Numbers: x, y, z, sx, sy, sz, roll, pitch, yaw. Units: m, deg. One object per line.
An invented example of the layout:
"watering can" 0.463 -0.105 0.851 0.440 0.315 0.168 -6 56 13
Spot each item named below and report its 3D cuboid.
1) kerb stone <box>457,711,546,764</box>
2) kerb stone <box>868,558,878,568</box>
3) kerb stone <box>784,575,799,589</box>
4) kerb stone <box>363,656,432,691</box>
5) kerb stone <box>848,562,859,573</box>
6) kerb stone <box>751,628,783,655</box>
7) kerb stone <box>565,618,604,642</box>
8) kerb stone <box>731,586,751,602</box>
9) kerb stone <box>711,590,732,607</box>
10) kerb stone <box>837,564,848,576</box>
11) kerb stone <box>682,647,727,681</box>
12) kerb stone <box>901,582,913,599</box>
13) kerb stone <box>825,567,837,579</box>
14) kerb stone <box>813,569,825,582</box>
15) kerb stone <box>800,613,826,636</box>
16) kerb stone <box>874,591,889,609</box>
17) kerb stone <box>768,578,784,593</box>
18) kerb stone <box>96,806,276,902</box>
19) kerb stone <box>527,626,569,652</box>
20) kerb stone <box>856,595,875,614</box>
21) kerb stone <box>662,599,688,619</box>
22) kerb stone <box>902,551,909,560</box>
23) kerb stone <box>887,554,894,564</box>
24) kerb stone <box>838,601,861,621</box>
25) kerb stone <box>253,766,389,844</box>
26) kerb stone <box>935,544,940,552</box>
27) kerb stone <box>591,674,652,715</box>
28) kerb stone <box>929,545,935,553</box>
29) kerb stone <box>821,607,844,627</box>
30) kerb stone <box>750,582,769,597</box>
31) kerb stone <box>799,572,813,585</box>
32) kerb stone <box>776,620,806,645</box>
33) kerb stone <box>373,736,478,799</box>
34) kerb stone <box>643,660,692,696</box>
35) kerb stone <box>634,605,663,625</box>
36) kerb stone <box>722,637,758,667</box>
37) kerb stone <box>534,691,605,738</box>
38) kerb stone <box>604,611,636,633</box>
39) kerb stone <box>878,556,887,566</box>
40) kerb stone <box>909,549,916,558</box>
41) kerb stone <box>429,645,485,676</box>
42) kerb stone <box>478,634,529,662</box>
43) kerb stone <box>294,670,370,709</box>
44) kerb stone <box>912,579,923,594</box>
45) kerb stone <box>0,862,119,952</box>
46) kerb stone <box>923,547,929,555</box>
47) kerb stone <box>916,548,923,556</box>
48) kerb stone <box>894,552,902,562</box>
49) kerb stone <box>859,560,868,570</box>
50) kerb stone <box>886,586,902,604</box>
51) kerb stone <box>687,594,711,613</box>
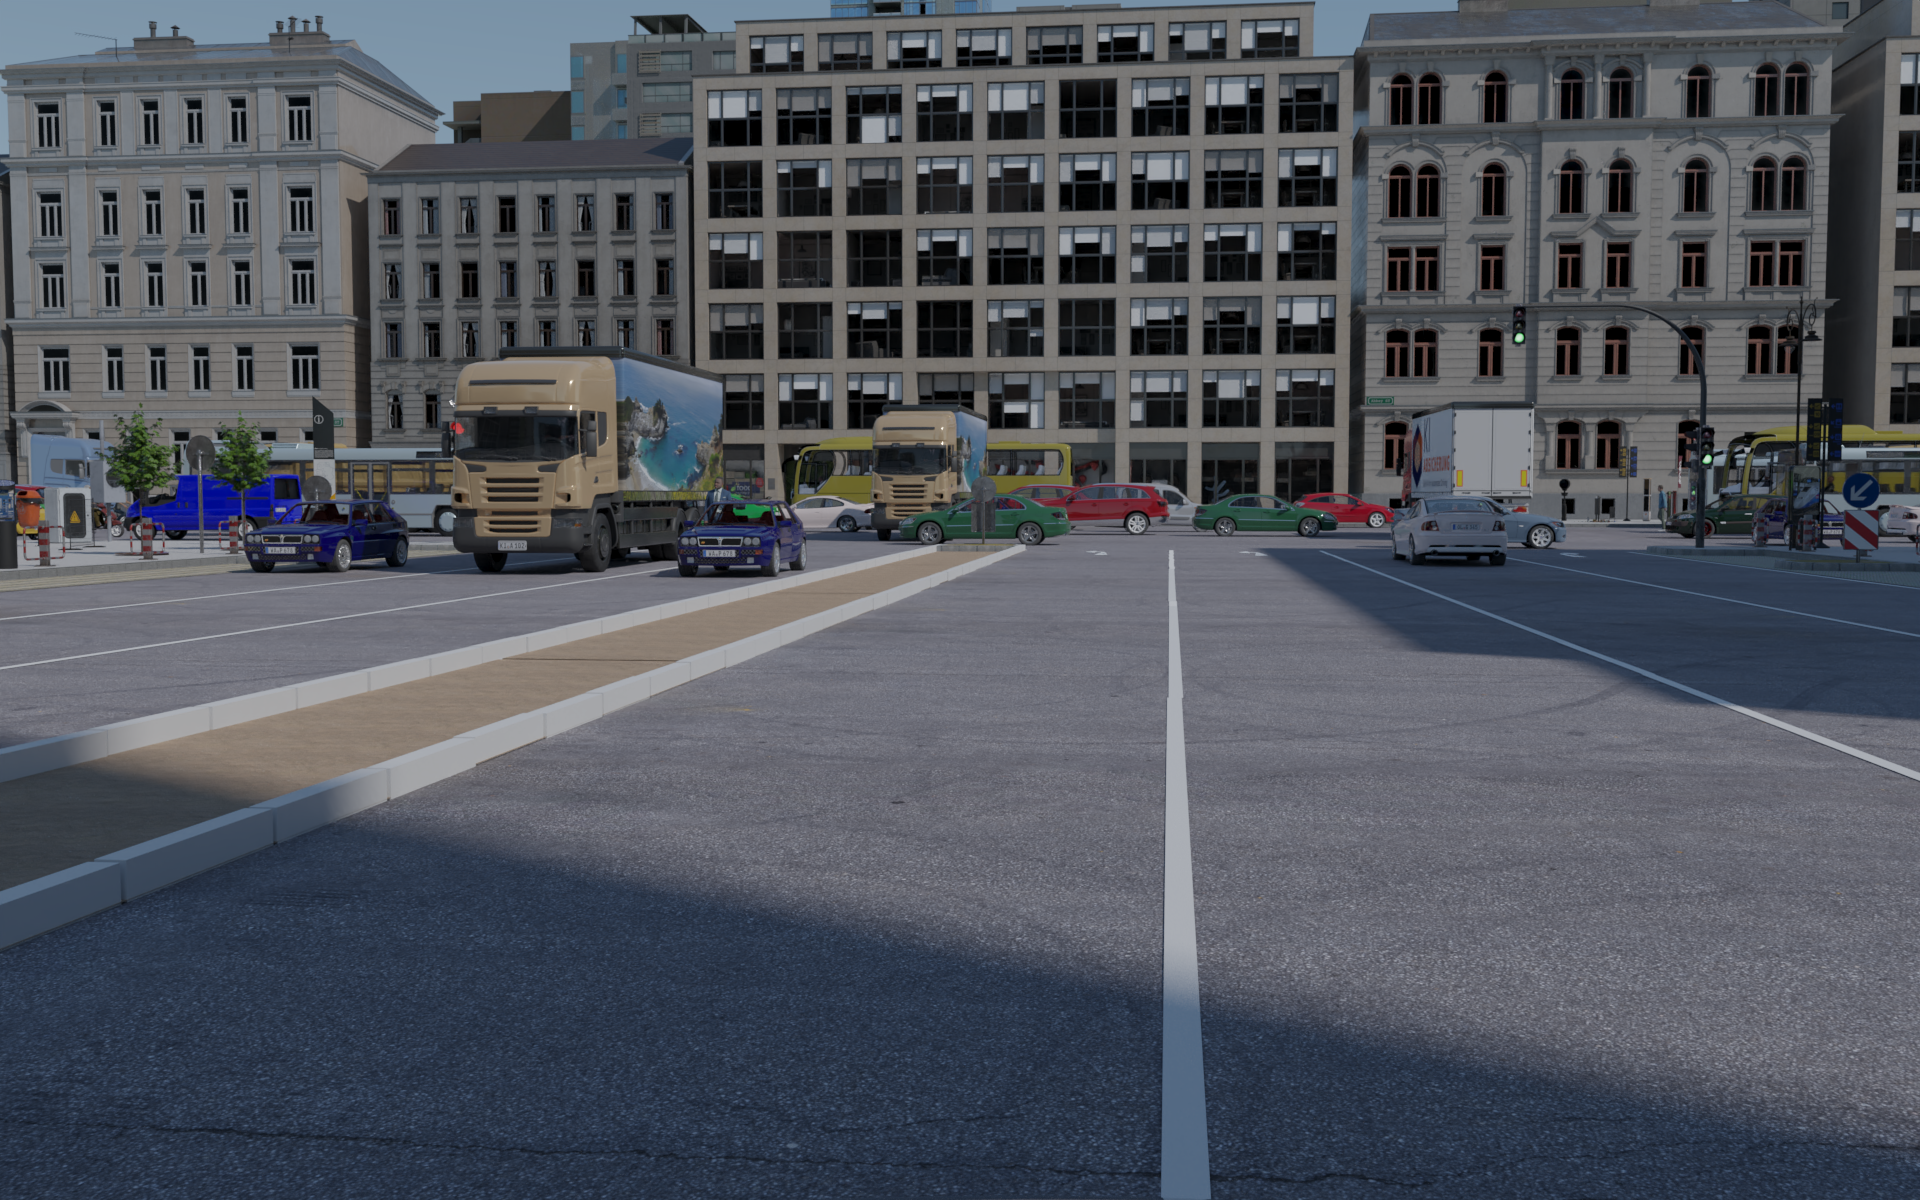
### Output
"kerb stone" -2.558 0.768 9.645 0.120 0.150 1.000 0 4 7
"kerb stone" -1.781 -0.689 33.468 0.120 0.150 1.000 0 4 7
"kerb stone" -2.650 -0.247 26.318 0.120 0.150 1.000 0 4 7
"kerb stone" -4.258 0.561 13.019 0.120 0.150 1.000 0 4 7
"kerb stone" -2.034 -0.559 31.430 0.120 0.150 1.000 0 4 7
"kerb stone" -1.807 0.394 15.792 0.120 0.150 1.000 0 4 7
"kerb stone" -3.768 0.311 17.117 0.120 0.150 1.000 0 4 7
"kerb stone" -3.025 -0.064 23.247 0.120 0.150 1.000 0 4 7
"kerb stone" -3.146 -0.002 22.221 0.120 0.150 1.000 0 4 7
"kerb stone" -2.159 -0.494 30.405 0.120 0.150 1.000 0 4 7
"kerb stone" -2.056 0.517 13.753 0.120 0.150 1.000 0 4 7
"kerb stone" -0.815 -0.108 23.956 0.120 0.150 1.000 0 4 7
"kerb stone" -2.282 -0.439 29.378 0.120 0.150 1.000 0 4 7
"kerb stone" -2.407 -0.377 28.358 0.120 0.150 1.000 0 4 7
"kerb stone" -1.563 0.267 17.832 0.120 0.150 1.000 0 4 7
"kerb stone" -1.065 0.018 21.913 0.120 0.150 1.000 0 4 7
"kerb stone" -2.772 -0.190 25.294 0.120 0.150 1.000 0 4 7
"kerb stone" -2.921 0.955 6.574 0.120 0.150 1.000 0 4 7
"kerb stone" -3.885 0.376 16.097 0.120 0.150 1.000 0 4 7
"kerb stone" -1.197 0.080 20.894 0.120 0.150 1.000 0 4 7
"kerb stone" -3.394 0.123 20.182 0.120 0.150 1.000 0 4 7
"kerb stone" -1.291 -0.939 37.549 0.120 0.150 1.000 0 4 7
"kerb stone" -1.533 -0.814 35.508 0.120 0.150 1.000 0 4 7
"kerb stone" -1.316 0.143 19.874 0.120 0.150 1.000 0 4 7
"kerb stone" -2.795 0.893 7.593 0.120 0.150 1.000 0 4 7
"kerb stone" -0.668 -1.252 42.664 0.120 0.150 1.000 0 4 7
"kerb stone" -2.302 0.642 11.692 0.120 0.150 1.000 0 4 7
"kerb stone" -0.795 -1.190 41.645 0.120 0.150 1.000 0 4 7
"kerb stone" -1.442 0.207 18.852 0.120 0.150 1.000 0 4 7
"kerb stone" -2.893 -0.127 24.266 0.120 0.150 1.000 0 4 7
"kerb stone" -2.522 -0.314 27.337 0.120 0.150 1.000 0 4 7
"kerb stone" -1.684 0.329 16.812 0.120 0.150 1.000 0 4 7
"kerb stone" -2.668 0.833 8.623 0.120 0.150 1.000 0 4 7
"kerb stone" -2.181 0.586 12.727 0.120 0.150 1.000 0 4 7
"kerb stone" -3.519 0.186 19.161 0.120 0.150 1.000 0 4 7
"kerb stone" -1.925 0.455 14.772 0.120 0.150 1.000 0 4 7
"kerb stone" -2.423 0.709 10.664 0.120 0.150 1.000 0 4 7
"kerb stone" -3.636 0.251 18.136 0.120 0.150 1.000 0 4 7
"kerb stone" -1.654 -0.752 34.488 0.120 0.150 1.000 0 4 7
"kerb stone" -1.169 -1.002 38.574 0.120 0.150 1.000 0 4 7
"kerb stone" -4.130 0.500 14.042 0.120 0.150 1.000 0 4 7
"kerb stone" -4.016 0.436 15.071 0.120 0.150 1.000 0 4 7
"kerb stone" -4.387 0.625 11.983 0.120 0.150 1.000 0 4 7
"kerb stone" -0.693 -0.170 24.977 0.120 0.150 1.000 0 4 7
"kerb stone" -3.047 1.020 5.552 0.120 0.150 1.000 0 4 7
"kerb stone" -0.924 -1.125 40.622 0.120 0.150 1.000 0 4 7
"kerb stone" -1.040 -1.060 39.598 0.120 0.150 1.000 0 4 7
"kerb stone" -1.419 -0.877 36.529 0.120 0.150 1.000 0 4 7
"kerb stone" -1.909 -0.627 32.449 0.120 0.150 1.000 0 4 7
"kerb stone" -0.936 -0.044 22.932 0.120 0.150 1.000 0 4 7
"kerb stone" -3.271 0.061 21.202 0.120 0.150 1.000 0 4 7
